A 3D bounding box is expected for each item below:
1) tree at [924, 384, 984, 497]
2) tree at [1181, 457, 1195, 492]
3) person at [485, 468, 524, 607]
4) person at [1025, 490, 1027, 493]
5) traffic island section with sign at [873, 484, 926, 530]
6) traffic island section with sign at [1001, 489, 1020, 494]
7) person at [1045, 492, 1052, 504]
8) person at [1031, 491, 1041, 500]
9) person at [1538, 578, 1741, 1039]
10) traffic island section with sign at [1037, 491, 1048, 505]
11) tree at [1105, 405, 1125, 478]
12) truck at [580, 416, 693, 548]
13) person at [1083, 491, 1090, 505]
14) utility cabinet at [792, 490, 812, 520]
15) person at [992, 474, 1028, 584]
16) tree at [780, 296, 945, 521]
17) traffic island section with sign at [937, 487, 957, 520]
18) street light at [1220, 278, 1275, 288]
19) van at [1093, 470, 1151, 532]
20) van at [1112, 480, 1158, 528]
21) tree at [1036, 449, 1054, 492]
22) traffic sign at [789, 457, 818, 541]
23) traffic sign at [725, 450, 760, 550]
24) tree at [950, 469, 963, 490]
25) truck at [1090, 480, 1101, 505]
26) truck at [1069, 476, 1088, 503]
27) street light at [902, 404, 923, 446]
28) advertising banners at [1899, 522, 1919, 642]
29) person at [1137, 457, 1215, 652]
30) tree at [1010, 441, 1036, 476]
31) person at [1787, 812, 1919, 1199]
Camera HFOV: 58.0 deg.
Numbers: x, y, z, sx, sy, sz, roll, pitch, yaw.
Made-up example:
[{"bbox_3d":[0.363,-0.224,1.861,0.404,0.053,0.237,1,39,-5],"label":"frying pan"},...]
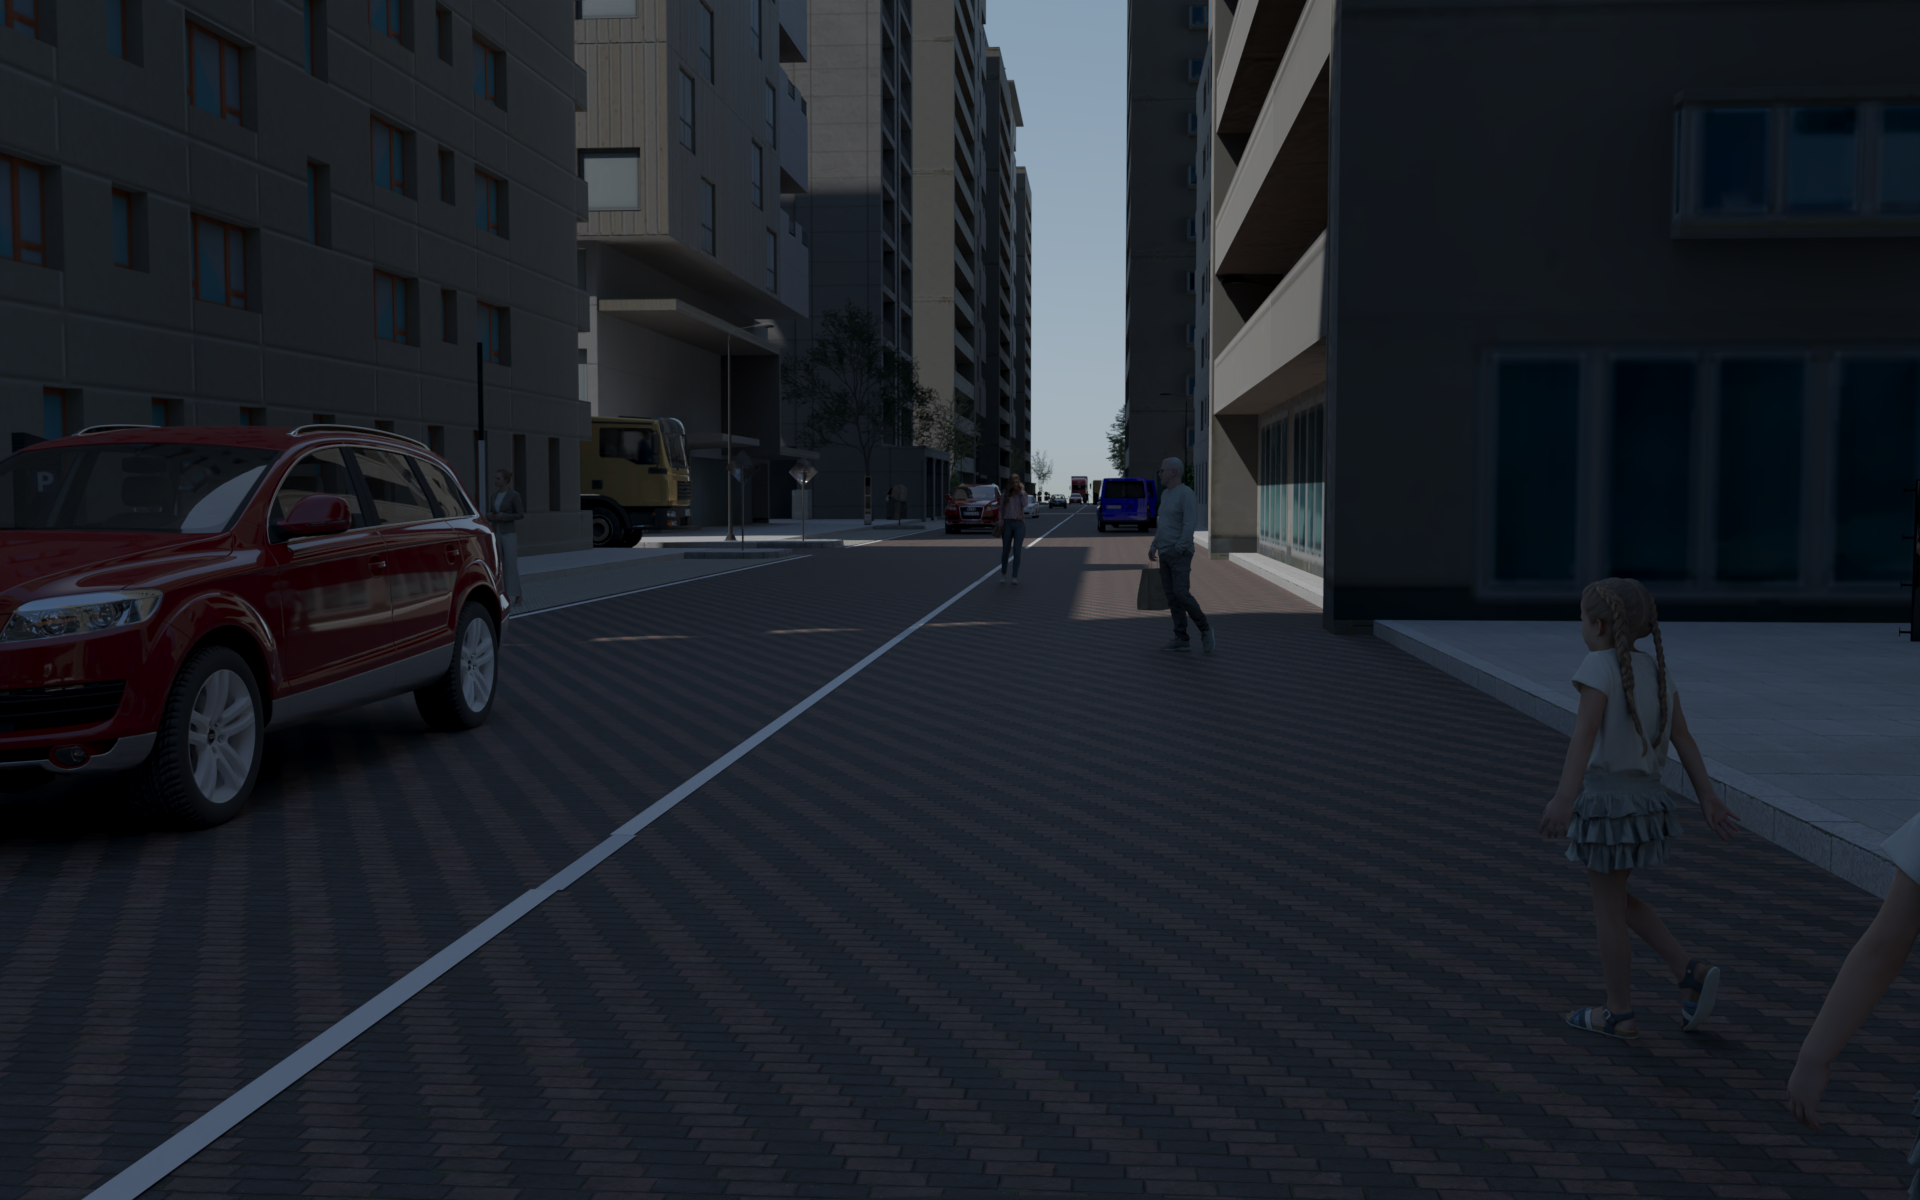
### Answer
[{"bbox_3d":[-0.601,-10.152,116.355,4.360,8.622,3.978,0,3,0],"label":"tree"},{"bbox_3d":[13.029,-6.388,99.044,1.663,3.219,1.824,0,3,0],"label":"tree"},{"bbox_3d":[-5.822,-0.794,22.024,0.519,1.759,0.362,2,4,25],"label":"person"},{"bbox_3d":[6.710,-10.268,176.343,1.348,1.831,0.705,-3,4,-38],"label":"person"},{"bbox_3d":[-2.433,-3.764,70.169,1.989,1.847,2.006,0,4,5],"label":"traffic island section with sign"},{"bbox_3d":[3.840,-8.439,146.598,1.989,1.847,2.006,0,4,5],"label":"traffic island section with sign"},{"bbox_3d":[13.056,-14.915,253.176,1.217,1.723,0.721,1,4,23],"label":"person"},{"bbox_3d":[8.512,-11.484,196.405,1.348,1.807,0.705,-2,4,-23],"label":"person"},{"bbox_3d":[1.744,0.550,4.515,0.505,1.210,0.382,-3,4,-36],"label":"person"},{"bbox_3d":[12.821,-15.133,256.051,1.989,1.847,2.006,0,4,5],"label":"traffic island section with sign"},{"bbox_3d":[20.586,-17.516,204.506,7.486,12.596,7.792,0,3,0],"label":"tree"},{"bbox_3d":[-10.914,-2.923,43.721,9.791,3.379,3.469,0,4,3],"label":"truck"},{"bbox_3d":[16.474,-13.154,223.581,1.348,1.822,0.705,3,4,36],"label":"person"},{"bbox_3d":[-7.876,-4.745,86.266,1.173,1.500,0.318,3,5,43],"label":"utility cabinet"},{"bbox_3d":[0.816,-1.143,27.779,0.593,1.750,0.643,0,4,8],"label":"person"},{"bbox_3d":[-4.399,-9.009,81.717,8.767,10.594,7.601,-3,5,-39],"label":"tree"},{"bbox_3d":[-0.226,-5.407,97.034,1.989,1.847,2.006,0,4,5],"label":"traffic island section with sign"},{"bbox_3d":[6.291,-3.963,37.334,1.470,5.913,1.316,0,4,5],"label":"street light"},{"bbox_3d":[6.250,-3.807,66.621,2.240,2.365,5.245,0,4,3],"label":"van"},{"bbox_3d":[7.568,-4.349,75.483,2.240,2.365,5.245,0,4,4],"label":"van"},{"bbox_3d":[13.188,-20.252,281.476,4.737,8.622,4.395,0,3,0],"label":"tree"},{"bbox_3d":[-4.283,-2.670,47.302,0.795,2.450,0.064,0,4,5],"label":"traffic sign"},{"bbox_3d":[-4.937,-2.184,39.343,0.795,2.450,0.064,0,4,5],"label":"traffic sign"},{"bbox_3d":[-0.457,-7.777,121.757,1.663,3.219,1.824,0,3,0],"label":"tree"},{"bbox_3d":[19.199,-14.548,233.782,3.469,3.379,9.791,0,4,5],"label":"truck"},{"bbox_3d":[18.658,-17.238,270.759,2.839,4.237,11.283,0,4,5],"label":"truck"},{"bbox_3d":[-2.406,-7.138,89.252,1.470,5.913,1.316,0,4,5],"label":"street light"},{"bbox_3d":[9.123,-1.124,14.564,2.074,3.025,0.090,2,4,26],"label":"advertising banners"},{"bbox_3d":[1.980,-0.424,15.924,0.515,1.767,0.782,-1,4,-22],"label":"person"},{"bbox_3d":[5.285,-15.224,199.272,4.737,8.622,4.395,0,3,0],"label":"tree"},{"bbox_3d":[1.362,0.689,2.256,0.505,1.210,0.382,1,4,22],"label":"person"}]
